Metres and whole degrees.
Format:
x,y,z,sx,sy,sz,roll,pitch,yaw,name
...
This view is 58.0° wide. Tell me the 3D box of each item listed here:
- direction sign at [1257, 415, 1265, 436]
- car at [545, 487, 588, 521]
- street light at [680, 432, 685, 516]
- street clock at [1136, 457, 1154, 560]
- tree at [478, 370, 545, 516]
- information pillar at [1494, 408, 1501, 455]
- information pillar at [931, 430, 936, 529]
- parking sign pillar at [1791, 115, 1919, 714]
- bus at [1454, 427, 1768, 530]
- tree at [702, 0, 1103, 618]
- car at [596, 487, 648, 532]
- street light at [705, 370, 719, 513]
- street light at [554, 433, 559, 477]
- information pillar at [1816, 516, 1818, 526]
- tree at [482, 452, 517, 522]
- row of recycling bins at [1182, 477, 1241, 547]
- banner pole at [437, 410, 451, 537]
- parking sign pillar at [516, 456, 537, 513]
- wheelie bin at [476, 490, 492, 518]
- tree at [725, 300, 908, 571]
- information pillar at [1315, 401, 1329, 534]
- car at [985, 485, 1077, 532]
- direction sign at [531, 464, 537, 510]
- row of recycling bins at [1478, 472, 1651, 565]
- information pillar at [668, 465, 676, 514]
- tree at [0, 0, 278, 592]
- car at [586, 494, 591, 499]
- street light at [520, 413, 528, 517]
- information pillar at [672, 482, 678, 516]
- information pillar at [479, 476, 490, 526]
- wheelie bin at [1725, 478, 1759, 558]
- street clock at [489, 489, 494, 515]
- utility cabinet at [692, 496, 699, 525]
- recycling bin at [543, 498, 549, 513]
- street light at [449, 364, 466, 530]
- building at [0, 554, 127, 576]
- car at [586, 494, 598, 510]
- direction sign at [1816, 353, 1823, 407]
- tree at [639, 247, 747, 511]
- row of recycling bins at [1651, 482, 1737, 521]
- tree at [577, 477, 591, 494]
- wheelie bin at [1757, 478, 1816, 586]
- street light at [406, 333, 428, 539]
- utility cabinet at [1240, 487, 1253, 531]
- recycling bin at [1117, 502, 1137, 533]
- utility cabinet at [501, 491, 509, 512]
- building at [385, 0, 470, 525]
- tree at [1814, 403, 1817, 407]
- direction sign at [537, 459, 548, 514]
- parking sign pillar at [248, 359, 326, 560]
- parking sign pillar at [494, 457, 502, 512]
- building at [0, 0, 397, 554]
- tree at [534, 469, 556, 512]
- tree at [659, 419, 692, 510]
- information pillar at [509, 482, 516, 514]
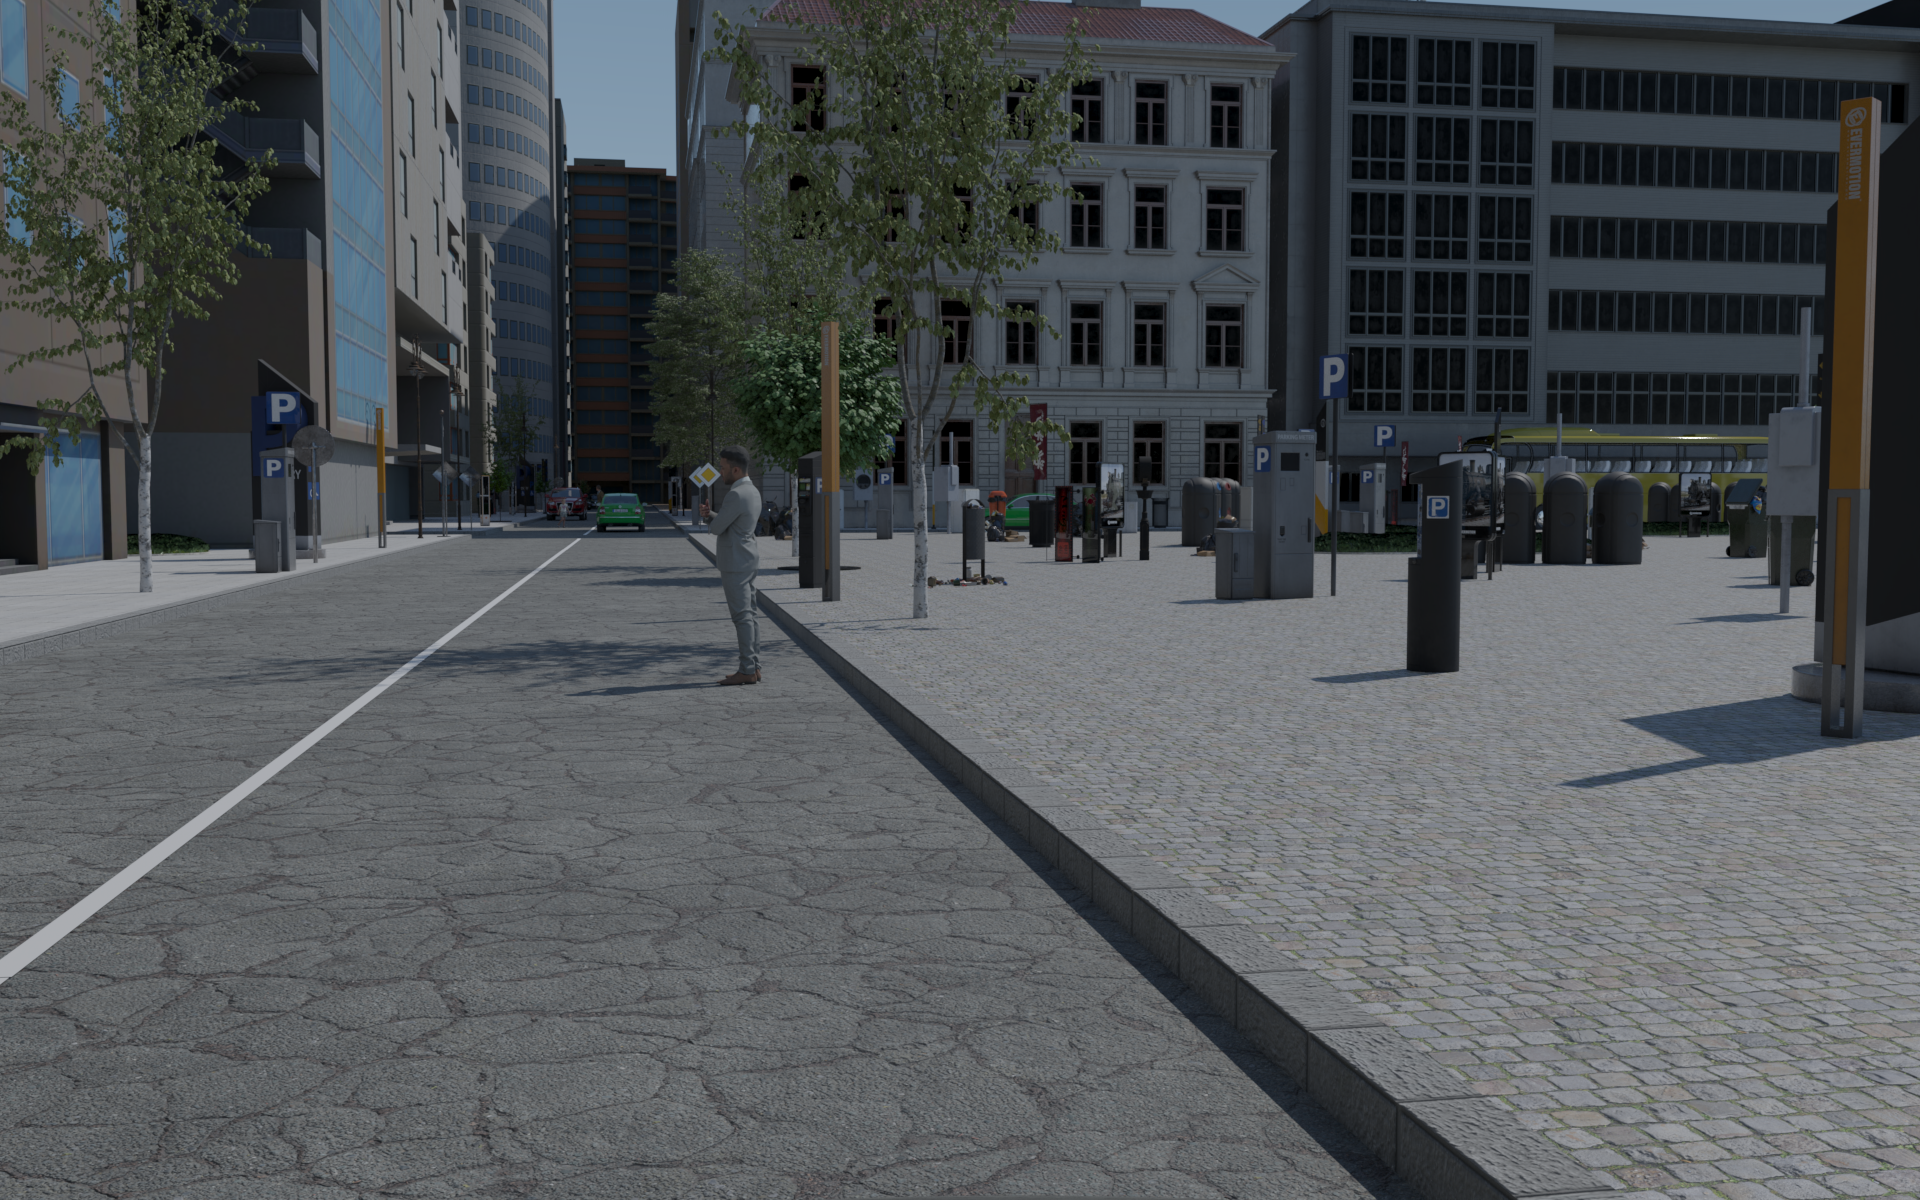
x,y,z,sx,sy,sz,roll,pitch,yaw,name
8.644,-3.536,49.809,0.379,3.537,0.876,1,4,22,direction sign
-21.539,-5.276,94.942,2.281,1.827,5.304,-1,4,-10,car
-16.052,-7.805,100.404,0.468,5.910,1.993,-1,4,-10,street light
3.573,-1.770,33.511,0.358,2.002,0.471,0,4,3,street clock
-26.783,-9.361,103.416,4.737,8.622,4.395,0,3,0,tree
14.565,-3.402,46.983,0.183,3.616,0.504,2,4,28,information pillar
-0.963,-4.411,63.482,0.183,3.616,0.504,0,3,0,information pillar
5.946,-1.354,10.602,1.447,3.967,1.447,-1,4,-19,parking sign pillar
24.416,-4.480,64.795,12.252,3.916,2.896,-1,4,-9,bus
-0.434,-4.103,17.440,4.737,8.622,4.395,0,3,0,tree
-12.969,-3.520,66.354,1.959,1.807,4.718,-1,4,-10,car
-9.196,-5.602,64.385,0.468,5.910,1.993,-1,4,-10,street light
-30.722,-9.725,131.786,0.468,5.910,1.993,-1,4,-10,street light
34.876,-4.044,70.618,0.304,2.012,0.304,1,4,12,information pillar
-21.311,-5.204,79.690,1.663,3.219,1.824,0,3,0,tree
6.318,-2.237,43.693,1.069,1.692,3.534,1,4,22,row of recycling bins
-15.505,-3.789,51.972,0.401,3.779,0.863,-1,4,-12,banner pole
-29.440,-7.877,117.264,1.447,3.967,1.447,2,4,34,parking sign pillar
-25.852,-5.265,93.985,0.693,1.594,0.980,0,4,3,wheelie bin
-2.373,-2.805,29.567,4.285,4.588,4.351,0,3,0,tree
9.151,-3.204,43.743,0.183,3.616,0.504,-1,4,-20,information pillar
2.285,-3.139,60.124,4.718,1.807,1.959,-1,4,-9,car
-31.818,-8.435,129.909,0.876,3.537,0.379,-1,4,-22,direction sign
10.740,-1.523,32.019,3.534,1.692,1.069,1,4,14,row of recycling bins
-18.877,-7.471,113.501,0.504,3.616,0.183,-1,4,-13,information pillar
-10.794,-4.416,22.567,4.737,8.622,4.395,0,3,0,tree
-35.113,-9.504,167.186,2.131,1.459,4.920,-1,4,-10,car
-24.313,-7.581,96.742,0.468,5.910,1.993,-1,4,-10,street light
-16.670,-5.916,101.226,0.304,2.012,0.304,0,4,3,information pillar
-18.977,-3.954,69.146,0.304,2.012,0.304,-3,4,-36,information pillar
15.977,-1.662,35.089,0.693,1.594,0.980,-1,4,-18,wheelie bin
-29.214,-6.321,107.921,0.358,2.002,0.471,-3,5,-41,street clock
-10.975,-3.707,71.771,0.306,1.237,1.020,-1,4,-9,utility cabinet
-28.346,-6.544,119.545,0.722,1.027,0.722,0,4,6,recycling bin
-17.823,-5.427,61.515,0.468,5.910,1.993,-1,4,-10,street light
-21.812,-22.951,25.366,14.600,45.320,14.200,-1,4,-10,building
-32.383,-8.840,154.327,2.009,1.686,4.222,-1,4,-9,car
14.056,-2.180,27.642,0.379,3.537,0.876,-2,4,-30,direction sign
-11.419,-9.913,80.210,7.486,12.596,7.792,0,3,0,tree
24.972,-3.153,58.667,1.069,1.692,3.534,-3,5,-39,row of recycling bins
-43.609,-12.629,201.091,1.663,3.219,1.824,0,3,0,tree
11.686,-1.007,24.376,0.693,1.594,0.980,1,4,20,wheelie bin
-15.593,-4.715,49.879,0.468,5.910,1.993,-1,4,-10,street light
8.880,-2.784,54.201,0.318,1.500,1.173,-2,4,-26,utility cabinet
5.453,-2.709,56.846,0.722,1.027,0.722,0,4,6,recycling bin
-32.251,-7.034,123.685,0.318,1.500,1.173,1,4,21,utility cabinet
-35.586,-29.458,70.876,28.713,52.752,27.495,-1,4,-10,building
24.647,-3.868,46.954,4.285,4.588,4.351,0,3,0,tree
-26.634,-7.288,111.157,0.379,3.537,0.876,1,4,9,direction sign
-13.406,-2.810,34.413,1.447,3.967,1.447,1,4,16,parking sign pillar
-34.070,-8.421,126.162,1.447,3.967,1.447,-3,5,-42,parking sign pillar
-23.381,-24.157,45.075,14.200,45.320,14.600,-1,4,-10,building
-30.035,-7.903,123.821,1.663,3.219,1.824,0,3,0,tree
-22.579,-11.659,140.982,4.360,8.622,3.978,0,3,0,tree
-28.219,-6.400,109.138,0.304,2.012,0.304,1,4,16,information pillar
